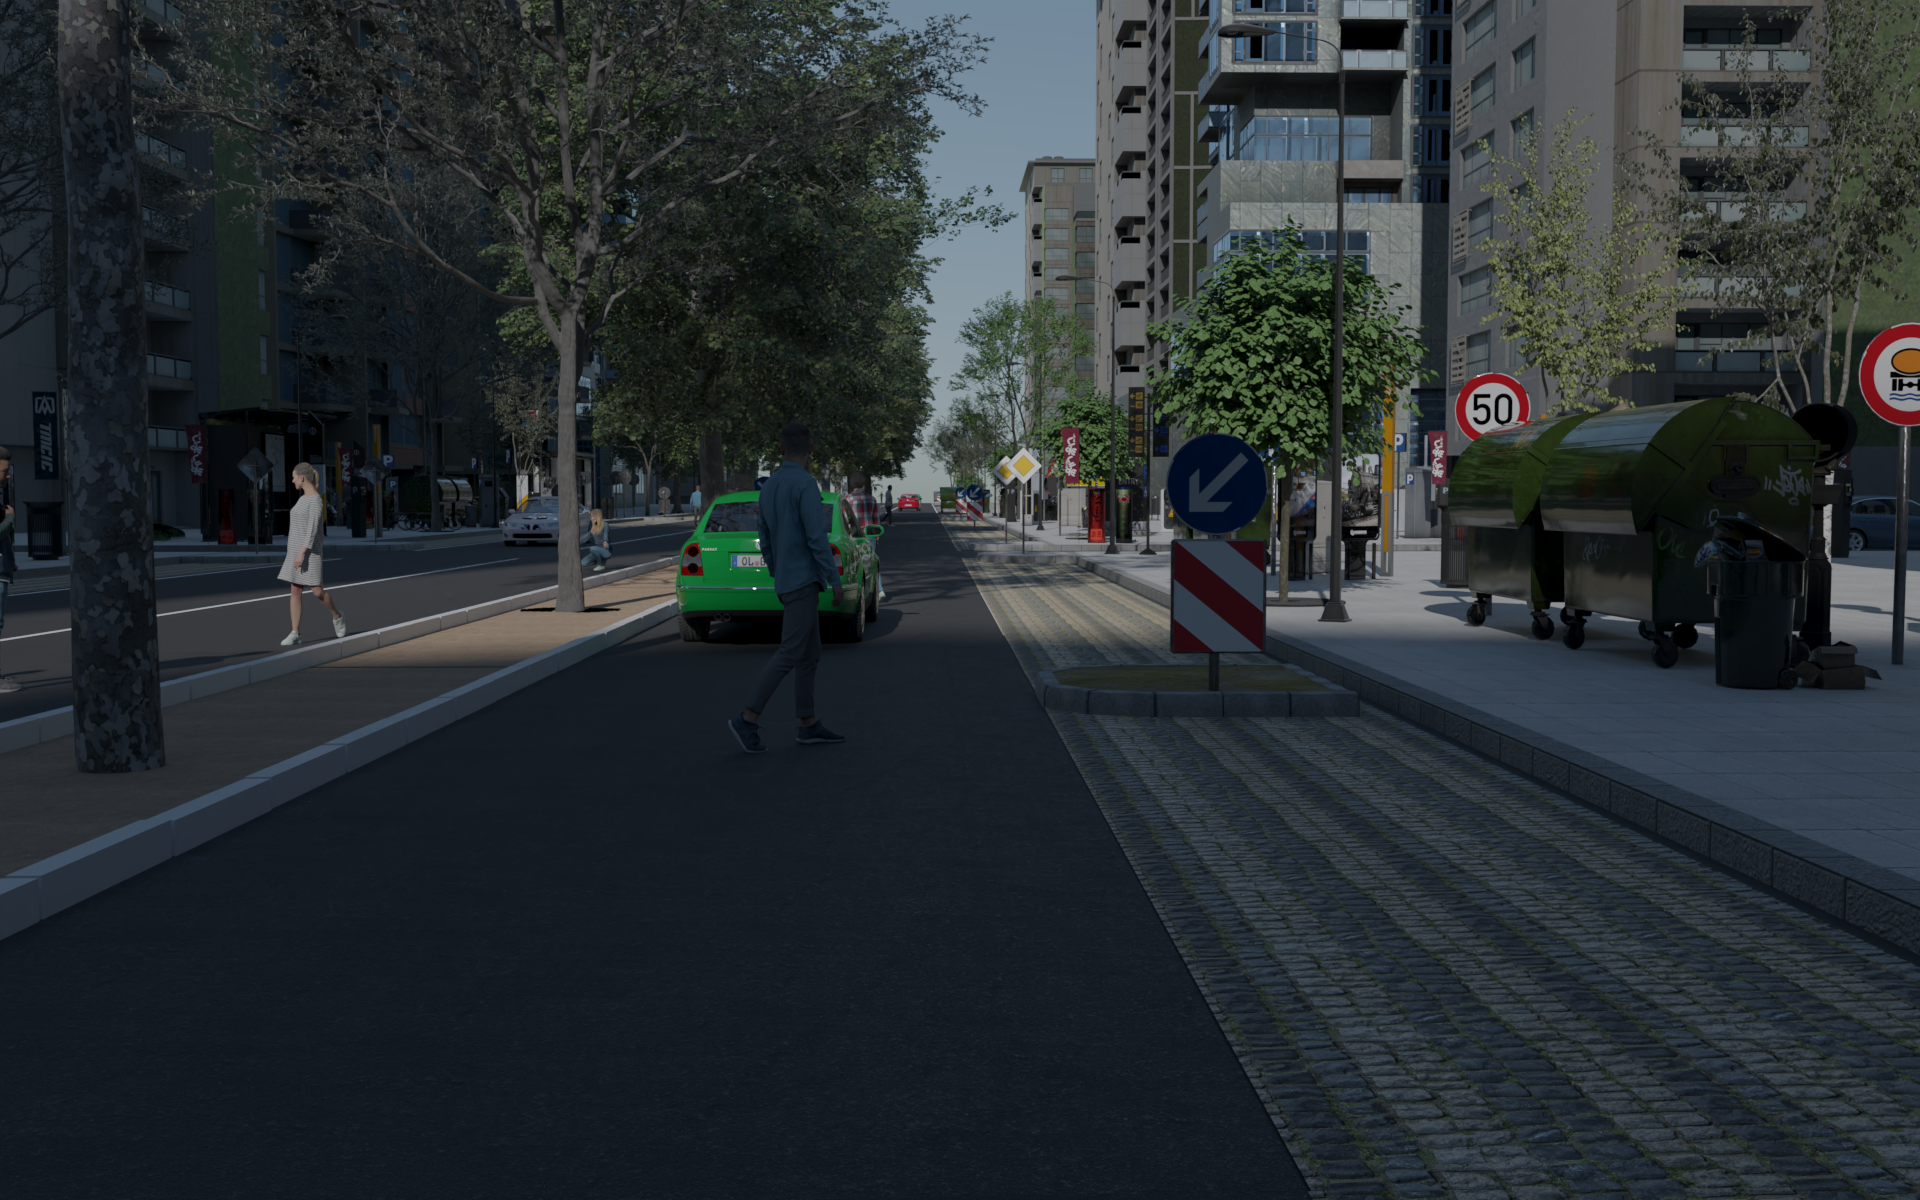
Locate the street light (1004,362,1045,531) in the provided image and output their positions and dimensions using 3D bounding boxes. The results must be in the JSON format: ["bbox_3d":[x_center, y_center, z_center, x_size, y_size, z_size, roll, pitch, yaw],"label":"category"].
[{"bbox_3d":[2.296,-5.405,60.907,1.470,5.913,1.316,0,4,-1],"label":"street light"}]

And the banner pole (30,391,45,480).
[{"bbox_3d":[-19.480,-2.891,37.289,0.863,3.779,0.401,-2,4,-28],"label":"banner pole"}]

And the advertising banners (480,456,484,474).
[{"bbox_3d":[-21.852,-5.125,79.979,0.090,3.025,2.074,0,4,1],"label":"advertising banners"}]

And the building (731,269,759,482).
[{"bbox_3d":[-39.145,-35.876,270.161,14.154,41.232,14.086,0,4,-1],"label":"building"}]

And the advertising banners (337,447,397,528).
[{"bbox_3d":[-22.284,-4.216,65.125,2.074,3.025,0.090,-1,4,-15],"label":"advertising banners"}]

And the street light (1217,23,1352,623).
[{"bbox_3d":[3.241,-2.737,17.287,1.470,5.913,1.316,0,4,-1],"label":"street light"}]

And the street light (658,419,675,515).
[{"bbox_3d":[-17.765,-8.151,105.802,1.470,5.913,1.316,0,4,-1],"label":"street light"}]

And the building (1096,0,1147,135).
[{"bbox_3d":[26.865,-34.710,156.742,28.713,52.752,27.495,0,4,-1],"label":"building"}]

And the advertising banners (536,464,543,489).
[{"bbox_3d":[-24.265,-6.500,102.458,0.090,3.025,2.074,3,4,37],"label":"advertising banners"}]

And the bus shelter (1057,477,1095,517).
[{"bbox_3d":[5.260,-6.024,76.127,2.179,5.291,8.768,0,4,-1],"label":"bus shelter"}]

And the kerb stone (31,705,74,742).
[{"bbox_3d":[-5.337,0.722,10.425,0.120,0.150,1.000,0,4,-1],"label":"kerb stone"}]

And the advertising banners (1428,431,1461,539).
[{"bbox_3d":[13.931,-3.152,47.718,2.074,3.025,0.090,1,4,9],"label":"advertising banners"}]

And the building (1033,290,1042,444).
[{"bbox_3d":[17.245,-28.961,245.210,14.160,30.474,14.107,0,4,-1],"label":"building"}]

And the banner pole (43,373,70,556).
[{"bbox_3d":[-18.702,-2.826,36.214,0.401,3.779,0.863,-1,4,-10],"label":"banner pole"}]

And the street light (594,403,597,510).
[{"bbox_3d":[-17.455,-6.899,85.342,1.470,5.913,1.316,0,4,-1],"label":"street light"}]

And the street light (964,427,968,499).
[{"bbox_3d":[1.186,-8.984,119.425,1.470,5.913,1.316,0,4,-1],"label":"street light"}]

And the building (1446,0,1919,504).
[{"bbox_3d":[27.175,-23.281,64.232,14.086,41.232,14.154,0,4,-1],"label":"building"}]

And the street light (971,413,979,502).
[{"bbox_3d":[1.490,-7.791,99.918,1.470,5.913,1.316,0,4,-1],"label":"street light"}]

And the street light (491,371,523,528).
[{"bbox_3d":[-16.945,-5.656,65.015,1.470,5.913,1.316,0,4,-1],"label":"street light"}]

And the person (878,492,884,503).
[{"bbox_3d":[-12.264,-15.990,269.963,1.348,1.821,0.705,3,5,42],"label":"person"}]

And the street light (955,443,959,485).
[{"bbox_3d":[0.490,-11.275,156.881,1.470,5.913,1.316,0,4,-1],"label":"street light"}]

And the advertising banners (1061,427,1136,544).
[{"bbox_3d":[3.600,-3.000,45.235,2.074,3.025,0.090,2,4,24],"label":"advertising banners"}]

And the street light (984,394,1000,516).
[{"bbox_3d":[1.962,-6.598,80.414,1.470,5.913,1.316,0,4,-1],"label":"street light"}]

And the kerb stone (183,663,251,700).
[{"bbox_3d":[-5.381,0.594,12.479,0.120,0.150,1.000,0,4,-1],"label":"kerb stone"}]

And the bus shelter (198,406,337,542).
[{"bbox_3d":[-19.677,-3.563,49.530,1.731,3.624,6.357,0,4,-1],"label":"bus shelter"}]

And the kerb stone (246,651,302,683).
[{"bbox_3d":[-5.396,0.535,13.503,0.120,0.150,1.000,0,4,-1],"label":"kerb stone"}]

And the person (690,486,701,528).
[{"bbox_3d":[-10.982,-3.892,72.474,0.601,1.785,0.444,1,4,13],"label":"person"}]

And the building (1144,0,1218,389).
[{"bbox_3d":[23.503,-42.437,132.102,20.563,71.187,20.611,0,4,-1],"label":"building"}]

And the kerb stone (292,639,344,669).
[{"bbox_3d":[-5.421,0.469,14.525,0.120,0.150,1.000,0,4,-1],"label":"kerb stone"}]

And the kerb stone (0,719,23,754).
[{"bbox_3d":[-5.316,0.784,9.403,0.120,0.150,1.000,0,4,-1],"label":"kerb stone"}]

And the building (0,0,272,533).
[{"bbox_3d":[-34.251,-23.081,60.975,14.154,41.232,14.086,0,4,-1],"label":"building"}]

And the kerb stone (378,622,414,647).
[{"bbox_3d":[-5.457,0.344,16.577,0.120,0.150,1.000,0,4,-1],"label":"kerb stone"}]

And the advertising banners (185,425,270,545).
[{"bbox_3d":[-18.485,-2.905,43.678,2.074,3.025,0.090,0,4,1],"label":"advertising banners"}]

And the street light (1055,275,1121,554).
[{"bbox_3d":[2.717,-3.935,36.884,1.470,5.913,1.316,0,4,-1],"label":"street light"}]

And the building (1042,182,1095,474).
[{"bbox_3d":[17.718,-33.383,229.410,14.154,41.232,14.086,0,4,-1],"label":"building"}]

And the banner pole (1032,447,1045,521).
[{"bbox_3d":[3.765,-5.604,81.646,0.863,3.779,0.401,2,4,30],"label":"banner pole"}]

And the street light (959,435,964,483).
[{"bbox_3d":[0.892,-10.016,136.309,1.470,5.913,1.316,0,4,-1],"label":"street light"}]

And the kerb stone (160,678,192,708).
[{"bbox_3d":[-5.368,0.657,11.450,0.120,0.150,1.000,0,4,-1],"label":"kerb stone"}]

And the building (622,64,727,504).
[{"bbox_3d":[-42.866,-41.924,227.448,21.231,58.520,28.212,0,4,-1],"label":"building"}]

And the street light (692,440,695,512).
[{"bbox_3d":[-18.068,-9.090,121.168,1.470,5.913,1.316,0,4,-1],"label":"street light"}]

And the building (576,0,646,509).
[{"bbox_3d":[-41.537,-51.963,162.265,22.319,86.520,31.000,0,4,-1],"label":"building"}]

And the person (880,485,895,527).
[{"bbox_3d":[-3.226,-4.159,76.344,0.795,1.843,0.661,0,4,3],"label":"person"}]

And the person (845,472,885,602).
[{"bbox_3d":[-1.300,-0.828,22.872,0.563,1.720,0.643,-2,4,-30],"label":"person"}]

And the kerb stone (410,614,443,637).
[{"bbox_3d":[-5.484,0.282,17.599,0.120,0.150,1.000,0,4,-1],"label":"kerb stone"}]

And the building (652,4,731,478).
[{"bbox_3d":[-42.037,-49.737,251.448,20.563,71.187,20.611,0,4,-1],"label":"building"}]

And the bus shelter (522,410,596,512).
[{"bbox_3d":[-19.824,-6.582,85.246,2.179,5.291,8.768,0,4,-1],"label":"bus shelter"}]

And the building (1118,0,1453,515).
[{"bbox_3d":[22.071,-48.068,98.582,22.319,86.520,31.000,0,4,-1],"label":"building"}]

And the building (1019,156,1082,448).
[{"bbox_3d":[24.046,-41.387,265.919,28.713,52.752,27.495,0,4,-1],"label":"building"}]

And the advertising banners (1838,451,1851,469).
[{"bbox_3d":[24.235,-3.220,48.835,0.090,3.025,2.074,-2,4,-24],"label":"advertising banners"}]

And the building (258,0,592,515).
[{"bbox_3d":[-41.123,-29.299,133.664,22.147,44.769,28.867,0,4,-1],"label":"building"}]

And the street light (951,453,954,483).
[{"bbox_3d":[0.038,-12.496,176.843,1.470,5.913,1.316,0,4,-1],"label":"street light"}]

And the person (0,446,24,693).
[{"bbox_3d":[-7.001,-0.219,12.420,0.623,1.781,0.721,2,4,33],"label":"person"}]

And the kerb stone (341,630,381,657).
[{"bbox_3d":[-5.443,0.407,15.549,0.120,0.150,1.000,0,4,-1],"label":"kerb stone"}]

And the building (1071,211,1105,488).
[{"bbox_3d":[18.345,-24.889,178.630,14.160,30.474,14.107,0,4,-1],"label":"building"}]

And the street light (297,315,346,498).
[{"bbox_3d":[-16.599,-4.433,45.018,1.470,5.913,1.316,0,4,-1],"label":"street light"}]
